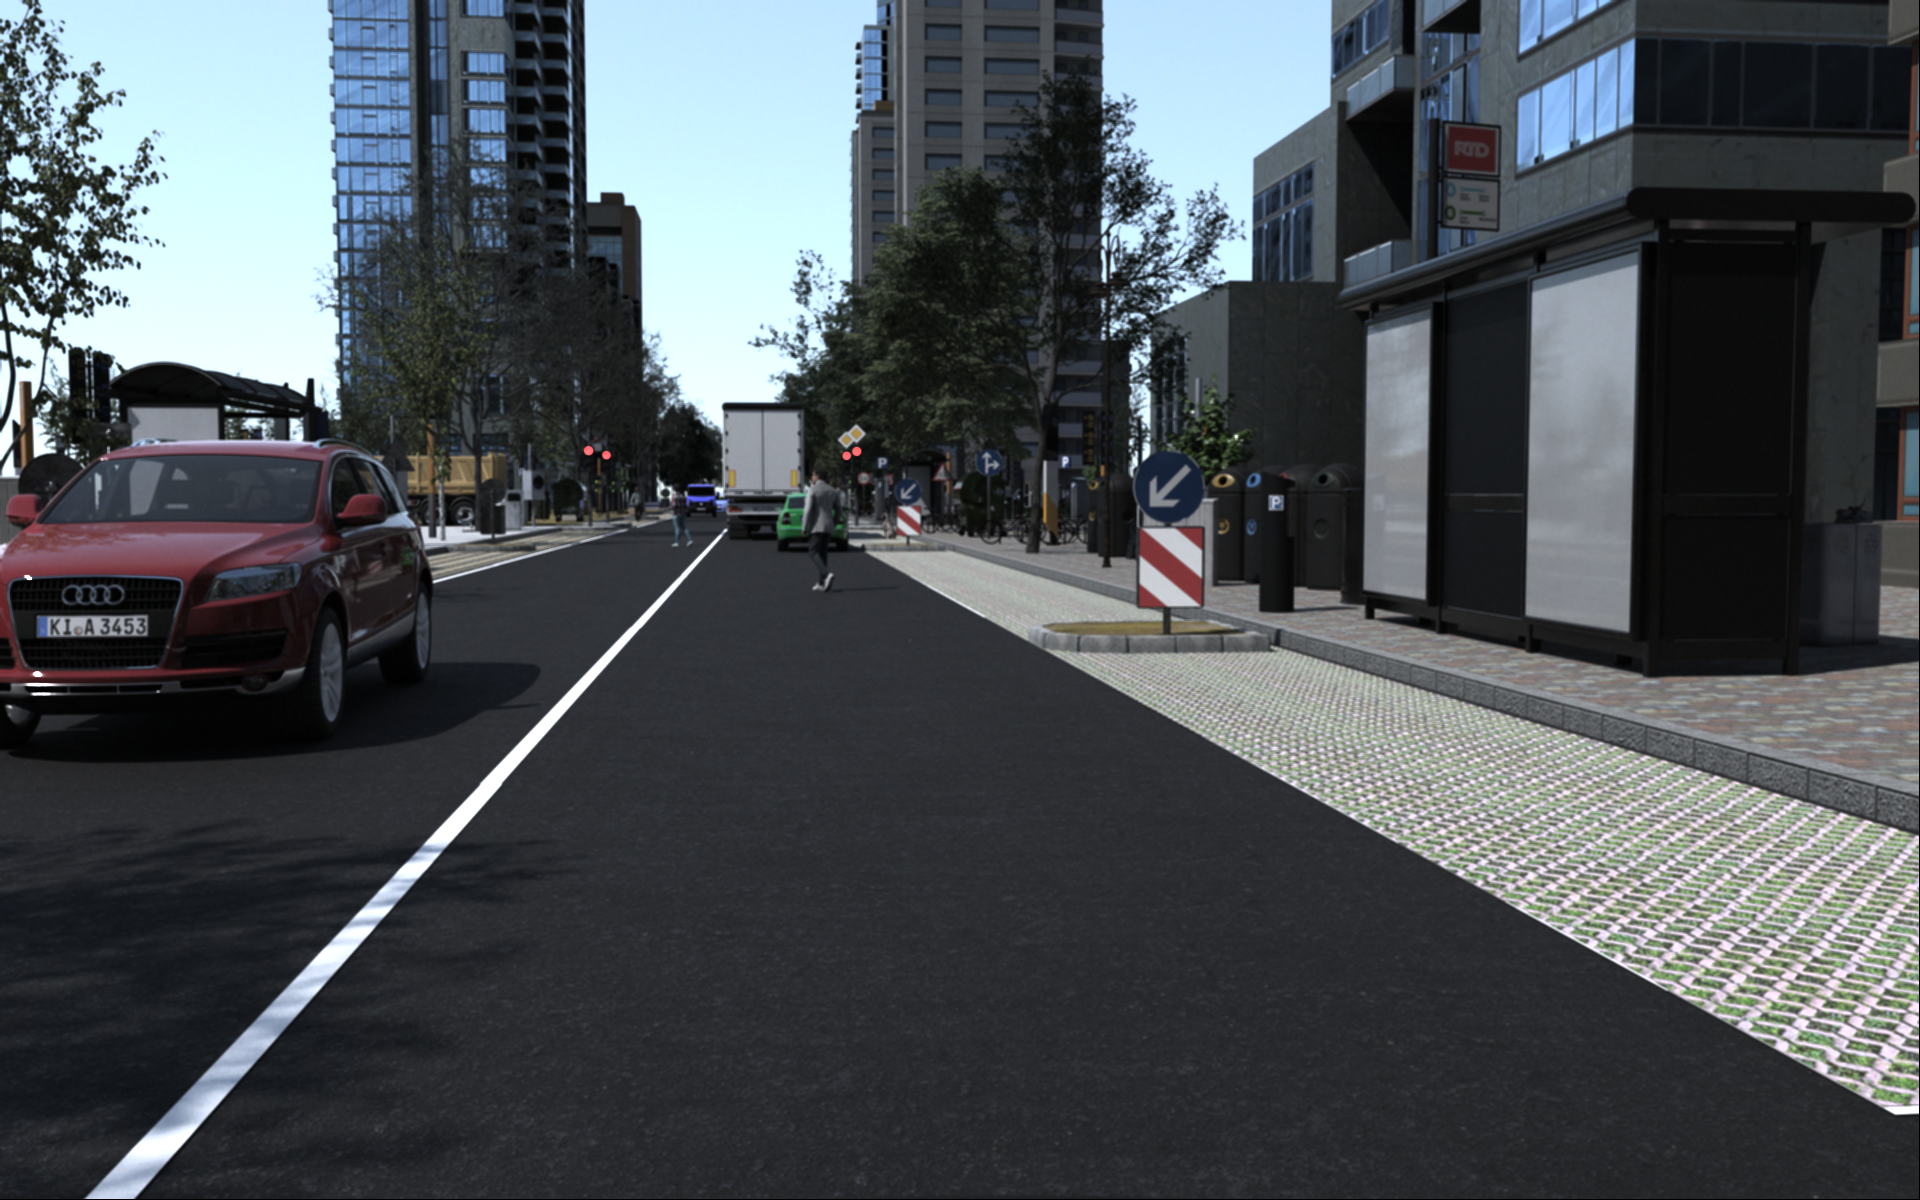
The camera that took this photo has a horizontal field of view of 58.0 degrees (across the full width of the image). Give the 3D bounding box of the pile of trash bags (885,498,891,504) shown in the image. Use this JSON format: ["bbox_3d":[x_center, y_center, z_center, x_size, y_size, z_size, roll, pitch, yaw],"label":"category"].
[{"bbox_3d":[-6.352,-8.112,142.387,3.447,1.369,1.912,0,4,-4],"label":"pile of trash bags"}]

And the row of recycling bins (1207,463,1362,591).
[{"bbox_3d":[4.643,-1.070,24.615,1.069,1.692,3.534,-1,4,-22],"label":"row of recycling bins"}]

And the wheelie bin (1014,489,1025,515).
[{"bbox_3d":[3.639,-6.044,106.730,0.693,1.594,0.980,-1,4,-17],"label":"wheelie bin"}]

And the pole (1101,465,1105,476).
[{"bbox_3d":[4.196,-3.457,50.367,0.158,3.312,0.155,0,3,0],"label":"pole"}]

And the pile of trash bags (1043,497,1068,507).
[{"bbox_3d":[7.055,-7.090,125.674,1.912,1.369,3.447,-1,4,-20],"label":"pile of trash bags"}]

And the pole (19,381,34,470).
[{"bbox_3d":[-16.868,-2.294,31.354,0.158,3.312,0.155,0,3,0],"label":"pole"}]

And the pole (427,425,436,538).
[{"bbox_3d":[-15.517,-3.488,50.865,0.158,3.312,0.155,0,3,0],"label":"pole"}]

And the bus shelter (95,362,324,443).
[{"bbox_3d":[-12.459,-2.161,29.250,2.014,3.302,5.546,0,4,-6],"label":"bus shelter"}]

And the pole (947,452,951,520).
[{"bbox_3d":[-0.539,-5.522,84.131,0.158,3.312,0.155,0,3,0],"label":"pole"}]

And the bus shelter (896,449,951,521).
[{"bbox_3d":[-1.728,-5.269,80.079,2.014,3.302,5.546,0,4,-7],"label":"bus shelter"}]

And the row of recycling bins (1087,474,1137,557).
[{"bbox_3d":[3.298,-1.815,36.786,1.069,1.692,3.534,0,4,0],"label":"row of recycling bins"}]

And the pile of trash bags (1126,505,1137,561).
[{"bbox_3d":[4.945,-1.470,33.784,3.447,1.369,1.912,1,4,8],"label":"pile of trash bags"}]

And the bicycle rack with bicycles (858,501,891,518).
[{"bbox_3d":[-3.934,-4.930,93.982,2.852,0.926,2.925,-2,4,-32],"label":"bicycle rack with bicycles"}]

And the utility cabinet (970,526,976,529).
[{"bbox_3d":[0.608,-3.211,63.667,0.306,1.237,1.020,1,4,13],"label":"utility cabinet"}]

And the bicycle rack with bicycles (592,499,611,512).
[{"bbox_3d":[-25.956,-6.875,125.785,2.852,0.926,2.925,0,4,-5],"label":"bicycle rack with bicycles"}]

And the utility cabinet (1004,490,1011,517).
[{"bbox_3d":[2.258,-5.403,97.018,1.173,1.500,0.318,-2,4,-26],"label":"utility cabinet"}]

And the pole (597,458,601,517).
[{"bbox_3d":[-20.418,-6.372,98.018,0.158,3.312,0.155,0,3,0],"label":"pole"}]

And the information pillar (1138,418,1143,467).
[{"bbox_3d":[5.578,-3.811,53.661,0.183,3.616,0.504,1,4,14],"label":"information pillar"}]

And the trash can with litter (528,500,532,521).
[{"bbox_3d":[-20.436,-4.262,81.074,0.624,1.170,1.055,-3,4,-37],"label":"trash can with litter"}]

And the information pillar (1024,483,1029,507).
[{"bbox_3d":[4.507,-6.866,116.758,0.304,2.012,0.304,1,4,8],"label":"information pillar"}]

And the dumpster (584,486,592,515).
[{"bbox_3d":[-22.874,-6.027,104.296,1.264,1.857,1.865,0,4,-7],"label":"dumpster"}]

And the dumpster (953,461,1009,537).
[{"bbox_3d":[0.640,-3.044,52.265,1.502,2.255,1.985,0,4,-6],"label":"dumpster"}]

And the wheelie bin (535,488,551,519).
[{"bbox_3d":[-21.134,-4.880,87.697,0.693,1.594,0.980,-3,5,-44],"label":"wheelie bin"}]

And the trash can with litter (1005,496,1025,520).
[{"bbox_3d":[2.502,-4.237,80.667,0.624,1.170,1.055,3,5,43],"label":"trash can with litter"}]

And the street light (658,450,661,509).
[{"bbox_3d":[-26.518,-11.028,153.094,0.468,5.910,1.993,0,4,-7],"label":"street light"}]

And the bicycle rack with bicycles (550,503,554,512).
[{"bbox_3d":[-30.936,-6.818,124.848,2.925,0.926,2.852,0,4,5],"label":"bicycle rack with bicycles"}]

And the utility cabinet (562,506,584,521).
[{"bbox_3d":[-18.476,-4.509,82.405,1.173,1.500,0.318,1,4,17],"label":"utility cabinet"}]

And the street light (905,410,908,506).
[{"bbox_3d":[-2.140,-5.899,69.228,0.468,5.910,1.993,0,4,-7],"label":"street light"}]

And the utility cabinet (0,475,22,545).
[{"bbox_3d":[-11.161,-0.717,20.406,1.173,1.500,0.318,-1,4,-17],"label":"utility cabinet"}]

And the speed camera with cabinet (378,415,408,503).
[{"bbox_3d":[-14.936,-3.004,43.450,2.038,3.252,0.660,1,4,10],"label":"speed camera with cabinet"}]

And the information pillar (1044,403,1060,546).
[{"bbox_3d":[2.271,-3.162,43.052,0.183,3.616,0.504,3,5,42],"label":"information pillar"}]

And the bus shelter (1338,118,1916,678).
[{"bbox_3d":[5.107,-2.362,16.254,2.179,5.291,8.768,0,4,-6],"label":"bus shelter"}]

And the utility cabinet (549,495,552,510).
[{"bbox_3d":[-32.918,-7.736,137.637,1.020,1.237,0.306,2,4,24],"label":"utility cabinet"}]

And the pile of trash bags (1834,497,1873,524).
[{"bbox_3d":[16.093,-1.225,29.776,1.912,1.369,3.447,3,5,41],"label":"pile of trash bags"}]

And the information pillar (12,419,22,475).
[{"bbox_3d":[-29.501,-3.857,54.409,0.183,3.616,0.504,1,4,22],"label":"information pillar"}]

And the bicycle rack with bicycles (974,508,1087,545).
[{"bbox_3d":[2.265,-1.933,44.990,2.925,0.926,2.852,1,4,22],"label":"bicycle rack with bicycles"}]

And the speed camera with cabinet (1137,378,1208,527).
[{"bbox_3d":[3.718,-2.199,30.283,0.660,3.252,2.038,-1,4,-15],"label":"speed camera with cabinet"}]

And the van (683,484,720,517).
[{"bbox_3d":[-16.131,-6.336,107.981,2.240,2.365,5.245,-1,4,-8],"label":"van"}]

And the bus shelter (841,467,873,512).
[{"bbox_3d":[-7.384,-7.955,123.994,2.014,3.302,5.546,0,4,-7],"label":"bus shelter"}]

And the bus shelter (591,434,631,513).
[{"bbox_3d":[-23.930,-8.624,118.632,2.179,5.291,8.768,0,4,-7],"label":"bus shelter"}]

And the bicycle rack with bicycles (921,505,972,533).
[{"bbox_3d":[0.077,-2.702,57.562,2.925,0.926,2.852,0,4,-6],"label":"bicycle rack with bicycles"}]

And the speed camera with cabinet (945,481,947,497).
[{"bbox_3d":[-1.844,-9.032,142.013,2.038,3.252,0.660,1,4,21],"label":"speed camera with cabinet"}]

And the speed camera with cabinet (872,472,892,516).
[{"bbox_3d":[-4.696,-6.590,102.079,0.660,3.252,2.038,-1,4,-15],"label":"speed camera with cabinet"}]

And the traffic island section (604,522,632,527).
[{"bbox_3d":[-15.515,-3.298,76.205,2.009,0.180,2.903,0,4,-7],"label":"traffic island section"}]

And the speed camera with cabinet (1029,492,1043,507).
[{"bbox_3d":[5.598,-7.578,118.242,2.038,3.252,0.660,-1,4,-16],"label":"speed camera with cabinet"}]

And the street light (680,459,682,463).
[{"bbox_3d":[-31.065,-13.456,192.788,0.468,5.910,1.993,0,4,-7],"label":"street light"}]

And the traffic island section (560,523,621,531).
[{"bbox_3d":[-14.595,-2.813,68.273,2.009,0.180,2.903,0,4,-7],"label":"traffic island section"}]

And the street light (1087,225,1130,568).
[{"bbox_3d":[2.567,-3.506,30.111,0.468,5.910,1.993,0,4,-7],"label":"street light"}]

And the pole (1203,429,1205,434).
[{"bbox_3d":[7.012,-3.398,49.401,0.158,3.312,0.155,0,3,0],"label":"pole"}]

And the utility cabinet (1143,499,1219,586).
[{"bbox_3d":[3.094,-0.804,24.313,1.020,1.237,0.306,1,4,22],"label":"utility cabinet"}]

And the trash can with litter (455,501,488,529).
[{"bbox_3d":[-17.378,-3.214,63.600,1.678,1.210,2.233,-3,5,-43],"label":"trash can with litter"}]

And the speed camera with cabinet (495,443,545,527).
[{"bbox_3d":[-17.002,-4.441,66.944,0.660,3.252,2.038,2,4,34],"label":"speed camera with cabinet"}]

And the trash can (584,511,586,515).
[{"bbox_3d":[-23.014,-5.763,105.876,0.748,1.137,0.748,0,3,0],"label":"trash can"}]

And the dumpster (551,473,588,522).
[{"bbox_3d":[-18.051,-4.739,79.969,1.502,2.255,1.985,0,4,-6],"label":"dumpster"}]

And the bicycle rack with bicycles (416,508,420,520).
[{"bbox_3d":[-26.876,-4.420,85.642,2.852,0.926,2.925,2,4,35],"label":"bicycle rack with bicycles"}]

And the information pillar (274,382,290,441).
[{"bbox_3d":[-14.272,-2.762,36.521,0.504,3.616,0.183,3,5,39],"label":"information pillar"}]
